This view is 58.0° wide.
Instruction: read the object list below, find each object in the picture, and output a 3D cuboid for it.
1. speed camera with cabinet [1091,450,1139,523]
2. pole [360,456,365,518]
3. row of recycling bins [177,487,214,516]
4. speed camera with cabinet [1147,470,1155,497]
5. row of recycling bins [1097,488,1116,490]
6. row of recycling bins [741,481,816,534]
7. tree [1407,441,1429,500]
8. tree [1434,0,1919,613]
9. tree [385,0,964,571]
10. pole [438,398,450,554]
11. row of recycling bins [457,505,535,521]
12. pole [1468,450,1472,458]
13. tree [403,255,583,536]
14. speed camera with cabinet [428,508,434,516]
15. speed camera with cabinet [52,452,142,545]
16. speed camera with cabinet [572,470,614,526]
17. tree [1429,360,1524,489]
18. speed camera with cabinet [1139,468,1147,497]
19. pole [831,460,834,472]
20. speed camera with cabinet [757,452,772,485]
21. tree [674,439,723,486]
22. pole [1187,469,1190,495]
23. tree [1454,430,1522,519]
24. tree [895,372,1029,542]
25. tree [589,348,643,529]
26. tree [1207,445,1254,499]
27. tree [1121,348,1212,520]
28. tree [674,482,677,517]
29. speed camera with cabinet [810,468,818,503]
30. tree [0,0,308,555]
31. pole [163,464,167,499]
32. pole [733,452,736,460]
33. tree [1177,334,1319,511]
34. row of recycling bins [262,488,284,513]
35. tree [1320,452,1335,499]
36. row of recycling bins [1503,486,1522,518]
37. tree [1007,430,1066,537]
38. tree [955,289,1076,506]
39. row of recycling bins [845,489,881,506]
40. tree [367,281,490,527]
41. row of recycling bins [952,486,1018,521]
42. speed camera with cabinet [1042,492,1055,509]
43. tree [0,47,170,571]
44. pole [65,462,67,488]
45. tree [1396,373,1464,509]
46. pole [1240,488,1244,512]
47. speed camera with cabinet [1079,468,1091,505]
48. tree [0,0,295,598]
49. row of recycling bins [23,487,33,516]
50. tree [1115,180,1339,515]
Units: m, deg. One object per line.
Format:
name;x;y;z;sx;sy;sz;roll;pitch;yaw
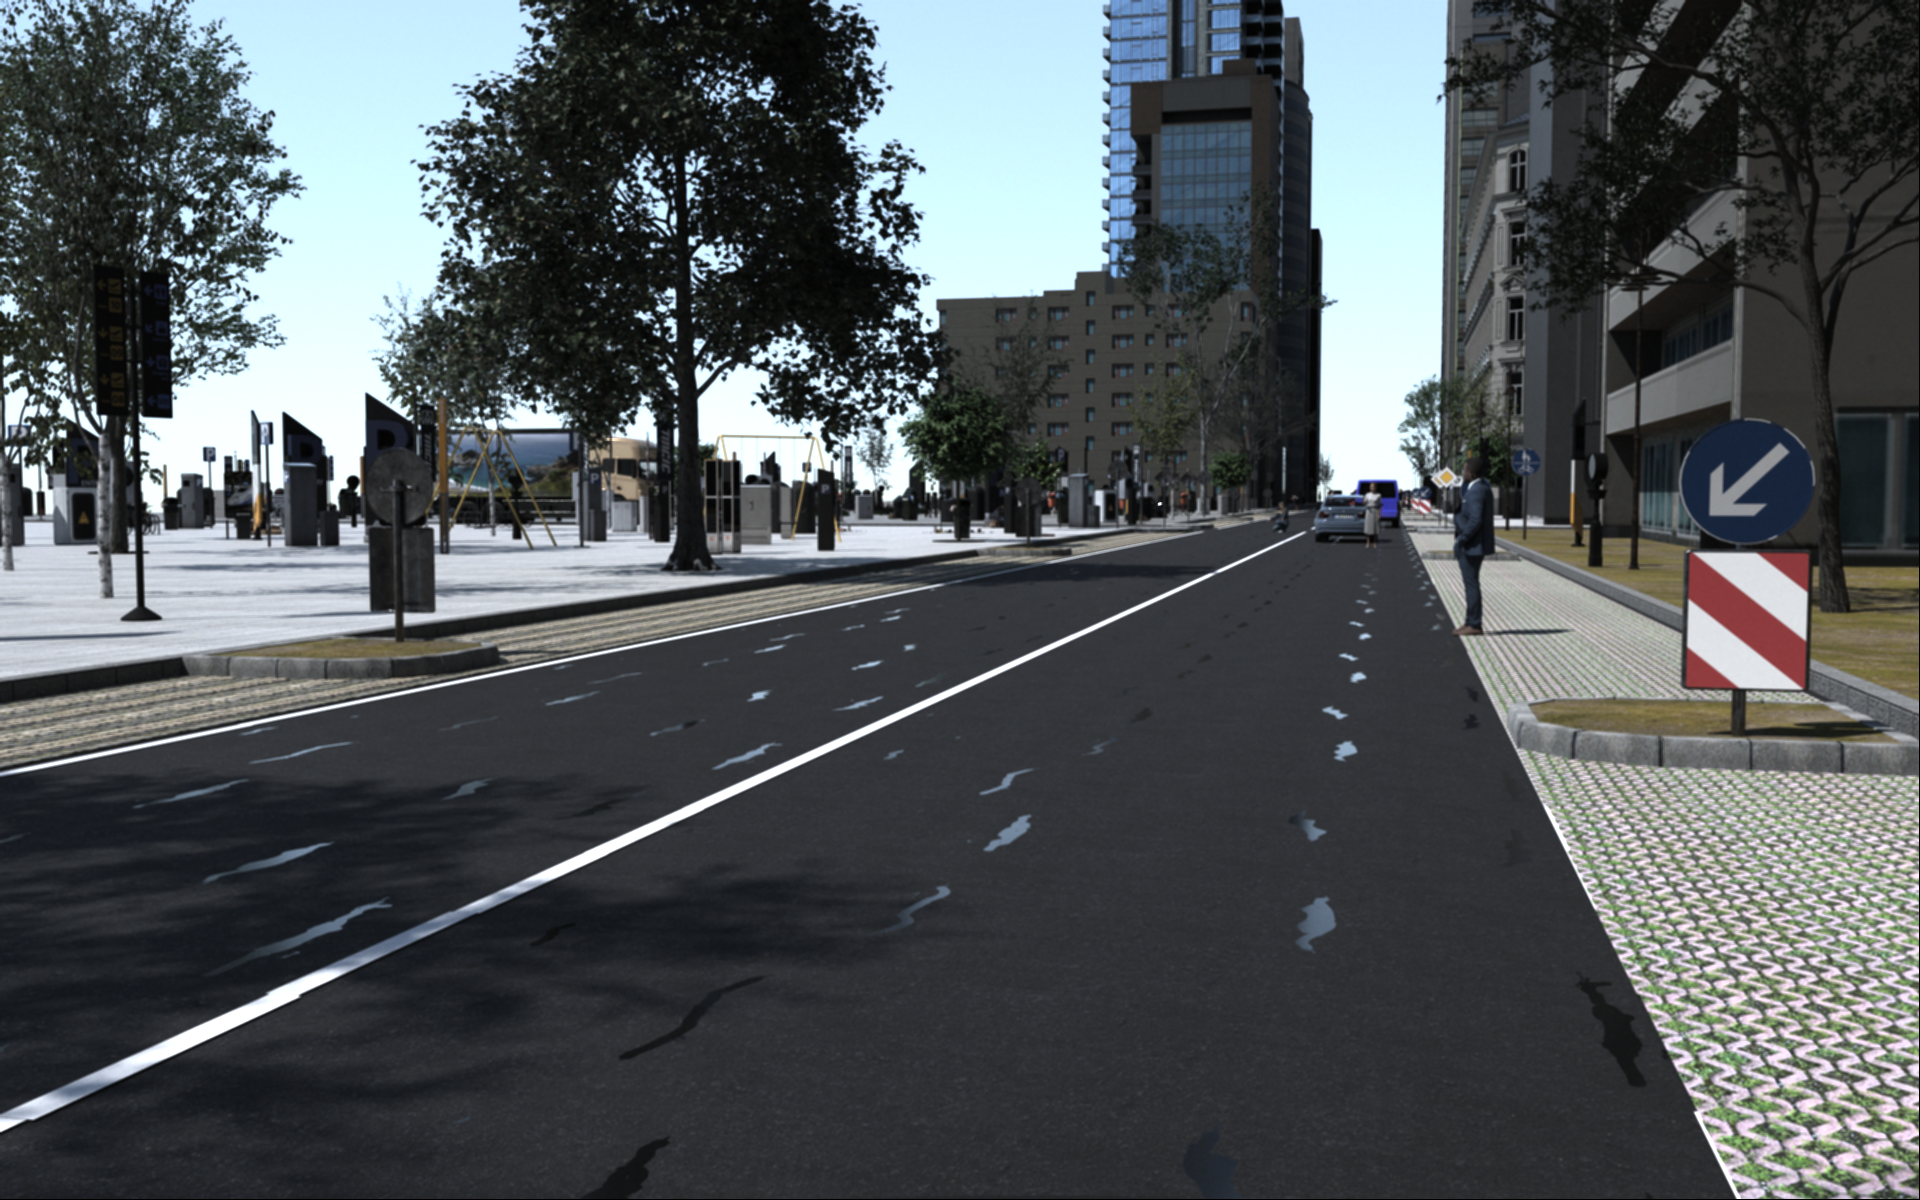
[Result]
speed camera with cabinet;6.988;-5.118;78.008;2.038;3.252;0.660;-3;5;-41
pole;-32.064;-6.061;92.946;0.158;3.312;0.155;0;3;0
row of recycling bins;-46.251;-5.971;104.736;3.534;1.692;1.069;3;5;39
speed camera with cabinet;14.634;-8.871;139.382;2.038;3.252;0.660;-1;4;-18
row of recycling bins;10.673;-7.209;124.987;1.069;1.692;3.534;2;4;24
row of recycling bins;-6.250;-3.056;57.080;3.534;1.692;1.069;2;4;32
tree;60.482;-16.848;225.823;4.737;8.622;4.395;0;3;0
tree;9.320;-5.160;18.776;8.767;10.594;7.601;-2;4;-35
tree;-4.674;-6.846;28.938;9.611;12.733;9.660;0;3;0
pole;-11.047;-2.643;37.049;0.158;3.312;0.155;0;3;0
row of recycling bins;-21.746;-4.529;81.155;3.534;1.692;1.069;-1;4;-11
pole;23.719;-5.310;80.661;0.158;3.312;0.155;0;3;0
tree;-14.420;-6.250;52.542;4.360;8.622;3.978;0;3;0
speed camera with cabinet;-31.827;-6.603;102.292;0.660;3.252;2.038;-3;5;-44
speed camera with cabinet;-22.196;-3.063;44.414;0.660;3.252;2.038;2;4;25
speed camera with cabinet;-14.481;-4.528;68.362;0.660;3.252;2.038;2;4;23
tree;28.478;-8.816;94.503;4.737;8.622;4.395;0;3;0
speed camera with cabinet;12.868;-8.335;130.614;2.038;3.252;0.660;2;4;33
pole;-7.643;-6.713;103.597;0.158;3.312;0.155;0;3;0
speed camera with cabinet;-9.835;-5.305;81.067;2.038;3.252;0.660;0;4;-3
tree;-14.457;-6.754;94.149;4.285;4.588;4.351;0;3;0
pole;18.509;-8.966;140.430;0.158;3.312;0.155;0;3;0
tree;26.961;-6.407;88.475;4.285;4.588;4.351;0;3;0
tree;-0.055;-3.848;46.637;4.285;4.588;4.351;0;3;0
tree;-13.249;-6.951;64.006;4.360;8.622;3.978;0;3;0
tree;18.165;-8.132;116.669;4.285;4.588;4.351;0;3;0
tree;10.413;-8.332;86.595;4.737;8.622;4.395;0;3;0
tree;-16.131;-6.376;98.846;1.663;3.219;1.824;0;3;0
speed camera with cabinet;-11.451;-8.287;129.822;2.038;3.252;0.660;-2;4;-27
tree;-17.969;-6.794;36.830;9.928;11.665;9.643;0;3;0
pole;-54.627;-7.659;119.061;0.158;3.312;0.155;0;3;0
pole;-10.831;-5.468;83.248;0.158;3.312;0.155;0;3;0
tree;21.995;-13.533;131.631;12.009;13.543;11.850;0;3;0
row of recycling bins;-47.770;-6.931;120.438;3.534;1.692;1.069;-1;4;-9
tree;62.997;-21.347;299.389;4.737;8.622;4.395;0;3;0
row of recycling bins;30.399;-5.186;91.902;3.534;1.692;1.069;-1;4;-22
tree;2.486;-3.548;52.606;1.663;3.219;1.824;0;3;0
tree;1.909;-6.804;61.610;4.360;8.622;3.978;0;3;0
row of recycling bins;-8.726;-8.963;153.661;3.534;1.692;1.069;-1;4;-22
tree;-18.514;-6.731;60.412;4.737;8.622;4.395;0;3;0
row of recycling bins;1.255;-4.702;83.989;3.534;1.692;1.069;2;4;23
speed camera with cabinet;7.451;-9.332;146.918;2.038;3.252;0.660;2;4;25
tree;-15.724;-4.793;28.726;4.737;8.622;4.395;0;3;0
pole;-56.893;-7.119;110.234;0.158;3.312;0.155;0;3;0
tree;40.918;-13.545;147.221;9.928;11.665;9.643;0;3;0
pole;19.821;-7.820;121.696;0.158;3.312;0.155;0;3;0
speed camera with cabinet;9.496;-8.351;130.869;2.038;3.252;0.660;-2;4;-29
tree;-10.550;-4.344;21.389;4.360;8.622;3.978;0;3;0
row of recycling bins;-55.110;-5.695;100.225;1.069;1.692;3.534;1;4;8
tree;16.030;-15.223;104.785;12.611;20.169;13.585;0;3;0
